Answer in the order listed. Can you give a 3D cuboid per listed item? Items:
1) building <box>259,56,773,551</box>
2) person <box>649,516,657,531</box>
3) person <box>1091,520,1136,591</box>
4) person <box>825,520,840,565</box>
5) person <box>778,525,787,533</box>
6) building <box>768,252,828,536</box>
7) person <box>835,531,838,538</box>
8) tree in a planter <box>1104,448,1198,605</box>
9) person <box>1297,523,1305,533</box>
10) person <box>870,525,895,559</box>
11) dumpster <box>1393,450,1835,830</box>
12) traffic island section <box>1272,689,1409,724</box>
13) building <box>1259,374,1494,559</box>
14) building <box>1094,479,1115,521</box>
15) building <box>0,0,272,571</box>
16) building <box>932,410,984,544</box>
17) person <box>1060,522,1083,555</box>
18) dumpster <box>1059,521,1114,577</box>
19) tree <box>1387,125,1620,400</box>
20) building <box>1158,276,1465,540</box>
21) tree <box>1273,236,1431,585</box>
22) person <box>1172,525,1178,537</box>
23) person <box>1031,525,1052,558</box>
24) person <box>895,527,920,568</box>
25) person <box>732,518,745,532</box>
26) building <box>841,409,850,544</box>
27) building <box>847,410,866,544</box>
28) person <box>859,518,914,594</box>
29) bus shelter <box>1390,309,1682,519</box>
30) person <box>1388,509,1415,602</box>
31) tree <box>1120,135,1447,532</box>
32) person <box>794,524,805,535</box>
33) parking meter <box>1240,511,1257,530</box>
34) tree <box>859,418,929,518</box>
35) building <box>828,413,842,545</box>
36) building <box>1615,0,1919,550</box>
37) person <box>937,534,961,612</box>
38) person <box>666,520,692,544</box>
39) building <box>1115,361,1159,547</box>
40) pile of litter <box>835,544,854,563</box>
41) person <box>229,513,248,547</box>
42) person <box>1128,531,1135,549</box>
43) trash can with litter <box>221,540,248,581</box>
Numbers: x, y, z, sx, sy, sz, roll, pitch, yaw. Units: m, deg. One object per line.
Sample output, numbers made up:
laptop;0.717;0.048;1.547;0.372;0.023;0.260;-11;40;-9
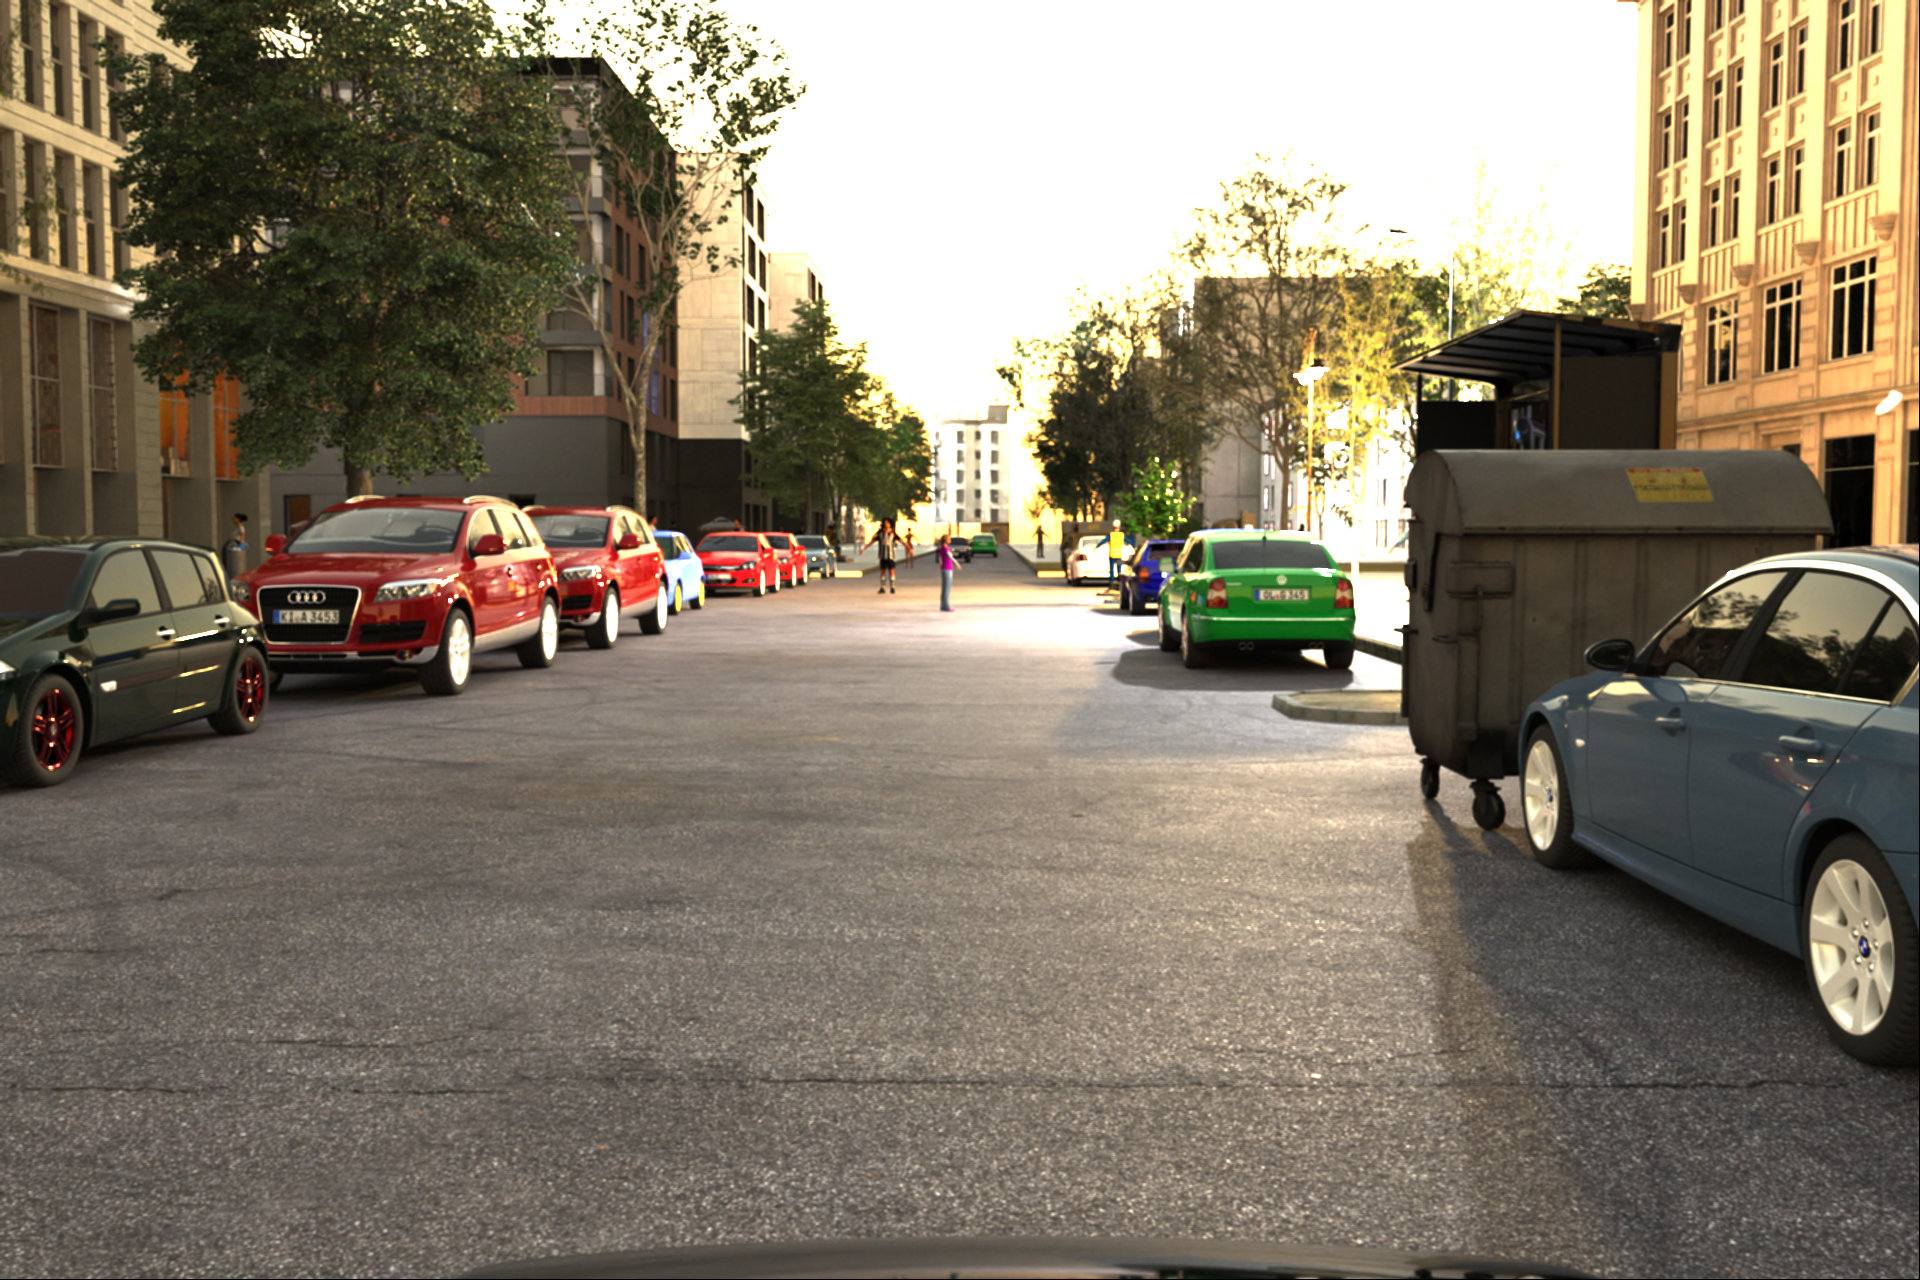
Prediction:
building;-25.672;-15.101;90.877;27.936;21.610;32.646;0;4;0
person;-8.750;-2.651;49.505;0.704;1.810;1.344;1;4;9
person;3.876;-2.107;43.374;1.216;1.772;0.721;-1;4;-13
person;-5.184;-3.949;70.330;0.705;1.858;1.354;1;4;14
person;-8.975;-4.908;86.963;1.216;1.740;0.721;1;4;16
building;-25.040;-17.129;124.027;27.936;21.610;32.646;0;4;1
person;-6.830;-5.252;91.840;0.705;1.833;1.349;2;4;30
tree in a planter;4.016;-2.374;36.034;1.991;3.239;1.994;0;4;2
person;17.925;-5.193;90.688;0.705;1.856;1.354;3;5;39
person;-4.064;-5.144;90.326;1.346;1.802;0.704;1;4;15
dumpster;3.254;-0.038;8.838;1.865;1.857;1.264;0;4;0
traffic island section;3.593;0.539;14.056;1.991;0.108;1.994;0;4;1
building;23.637;-9.543;98.174;9.099;9.664;28.070;0;4;1
building;26.277;-23.275;211.476;19.493;23.208;18.063;0;4;1
building;-29.136;-16.260;43.345;11.434;29.767;29.804;0;4;2
building;-3.777;-24.358;257.126;11.380;20.090;16.016;1;4;11
person;3.670;-2.848;55.144;1.348;1.813;0.705;-3;4;-36
dumpster;4.236;-3.000;57.264;1.865;1.857;1.264;0;4;1
tree;10.053;-4.977;31.734;4.360;8.622;3.978;0;3;0
building;24.524;-15.976;127.668;16.747;18.905;31.486;0;4;1
tree;9.838;-5.656;42.831;4.360;8.622;3.978;0;3;0
person;9.560;-4.325;76.898;1.347;1.806;0.705;2;4;24
person;4.383;-5.377;94.188;1.348;1.796;0.705;-2;4;-31
person;-2.190;-3.903;73.072;1.217;1.733;0.721;-2;4;-35
person;-7.548;-3.212;58.692;1.345;1.807;0.704;3;5;44
building;-23.684;-23.223;210.628;19.493;23.208;18.063;0;4;0
building;-22.636;-24.453;230.735;19.493;23.208;18.063;0;4;2
person;-1.763;-2.033;41.836;1.345;1.843;0.704;1;4;10
bus shelter;6.795;-1.829;21.191;1.731;3.624;6.357;0;4;1
person;8.587;-1.632;32.518;1.345;1.849;0.704;-2;4;-33
tree;10.023;-8.741;53.287;12.009;13.543;11.850;0;3;0
person;-8.456;-5.314;92.812;1.347;1.837;0.705;-1;4;-9
parking meter;7.327;-2.342;44.009;0.399;1.863;0.255;0;4;1
tree;-6.324;-14.020;154.987;9.928;11.665;9.643;0;3;0
building;-22.069;-19.338;182.638;16.747;18.905;31.486;0;4;1
building;28.279;-14.552;49.954;10.469;25.551;25.511;0;4;1
person;-0.201;-1.244;32.071;0.599;1.433;0.991;-1;4;-22
person;-10.904;-3.659;65.955;1.346;1.812;0.704;0;4;6
building;25.673;-19.289;181.839;16.747;18.905;31.486;0;4;1
pile of litter;-5.378;-3.948;78.518;1.176;0.858;1.719;0;4;1
person;-16.042;-1.928;38.290;0.721;1.739;1.217;-2;4;-33
person;8.592;-4.951;87.067;0.704;1.817;1.347;1;4;12
trash can with litter;-9.176;-0.704;22.571;1.678;1.210;2.233;0;4;2
